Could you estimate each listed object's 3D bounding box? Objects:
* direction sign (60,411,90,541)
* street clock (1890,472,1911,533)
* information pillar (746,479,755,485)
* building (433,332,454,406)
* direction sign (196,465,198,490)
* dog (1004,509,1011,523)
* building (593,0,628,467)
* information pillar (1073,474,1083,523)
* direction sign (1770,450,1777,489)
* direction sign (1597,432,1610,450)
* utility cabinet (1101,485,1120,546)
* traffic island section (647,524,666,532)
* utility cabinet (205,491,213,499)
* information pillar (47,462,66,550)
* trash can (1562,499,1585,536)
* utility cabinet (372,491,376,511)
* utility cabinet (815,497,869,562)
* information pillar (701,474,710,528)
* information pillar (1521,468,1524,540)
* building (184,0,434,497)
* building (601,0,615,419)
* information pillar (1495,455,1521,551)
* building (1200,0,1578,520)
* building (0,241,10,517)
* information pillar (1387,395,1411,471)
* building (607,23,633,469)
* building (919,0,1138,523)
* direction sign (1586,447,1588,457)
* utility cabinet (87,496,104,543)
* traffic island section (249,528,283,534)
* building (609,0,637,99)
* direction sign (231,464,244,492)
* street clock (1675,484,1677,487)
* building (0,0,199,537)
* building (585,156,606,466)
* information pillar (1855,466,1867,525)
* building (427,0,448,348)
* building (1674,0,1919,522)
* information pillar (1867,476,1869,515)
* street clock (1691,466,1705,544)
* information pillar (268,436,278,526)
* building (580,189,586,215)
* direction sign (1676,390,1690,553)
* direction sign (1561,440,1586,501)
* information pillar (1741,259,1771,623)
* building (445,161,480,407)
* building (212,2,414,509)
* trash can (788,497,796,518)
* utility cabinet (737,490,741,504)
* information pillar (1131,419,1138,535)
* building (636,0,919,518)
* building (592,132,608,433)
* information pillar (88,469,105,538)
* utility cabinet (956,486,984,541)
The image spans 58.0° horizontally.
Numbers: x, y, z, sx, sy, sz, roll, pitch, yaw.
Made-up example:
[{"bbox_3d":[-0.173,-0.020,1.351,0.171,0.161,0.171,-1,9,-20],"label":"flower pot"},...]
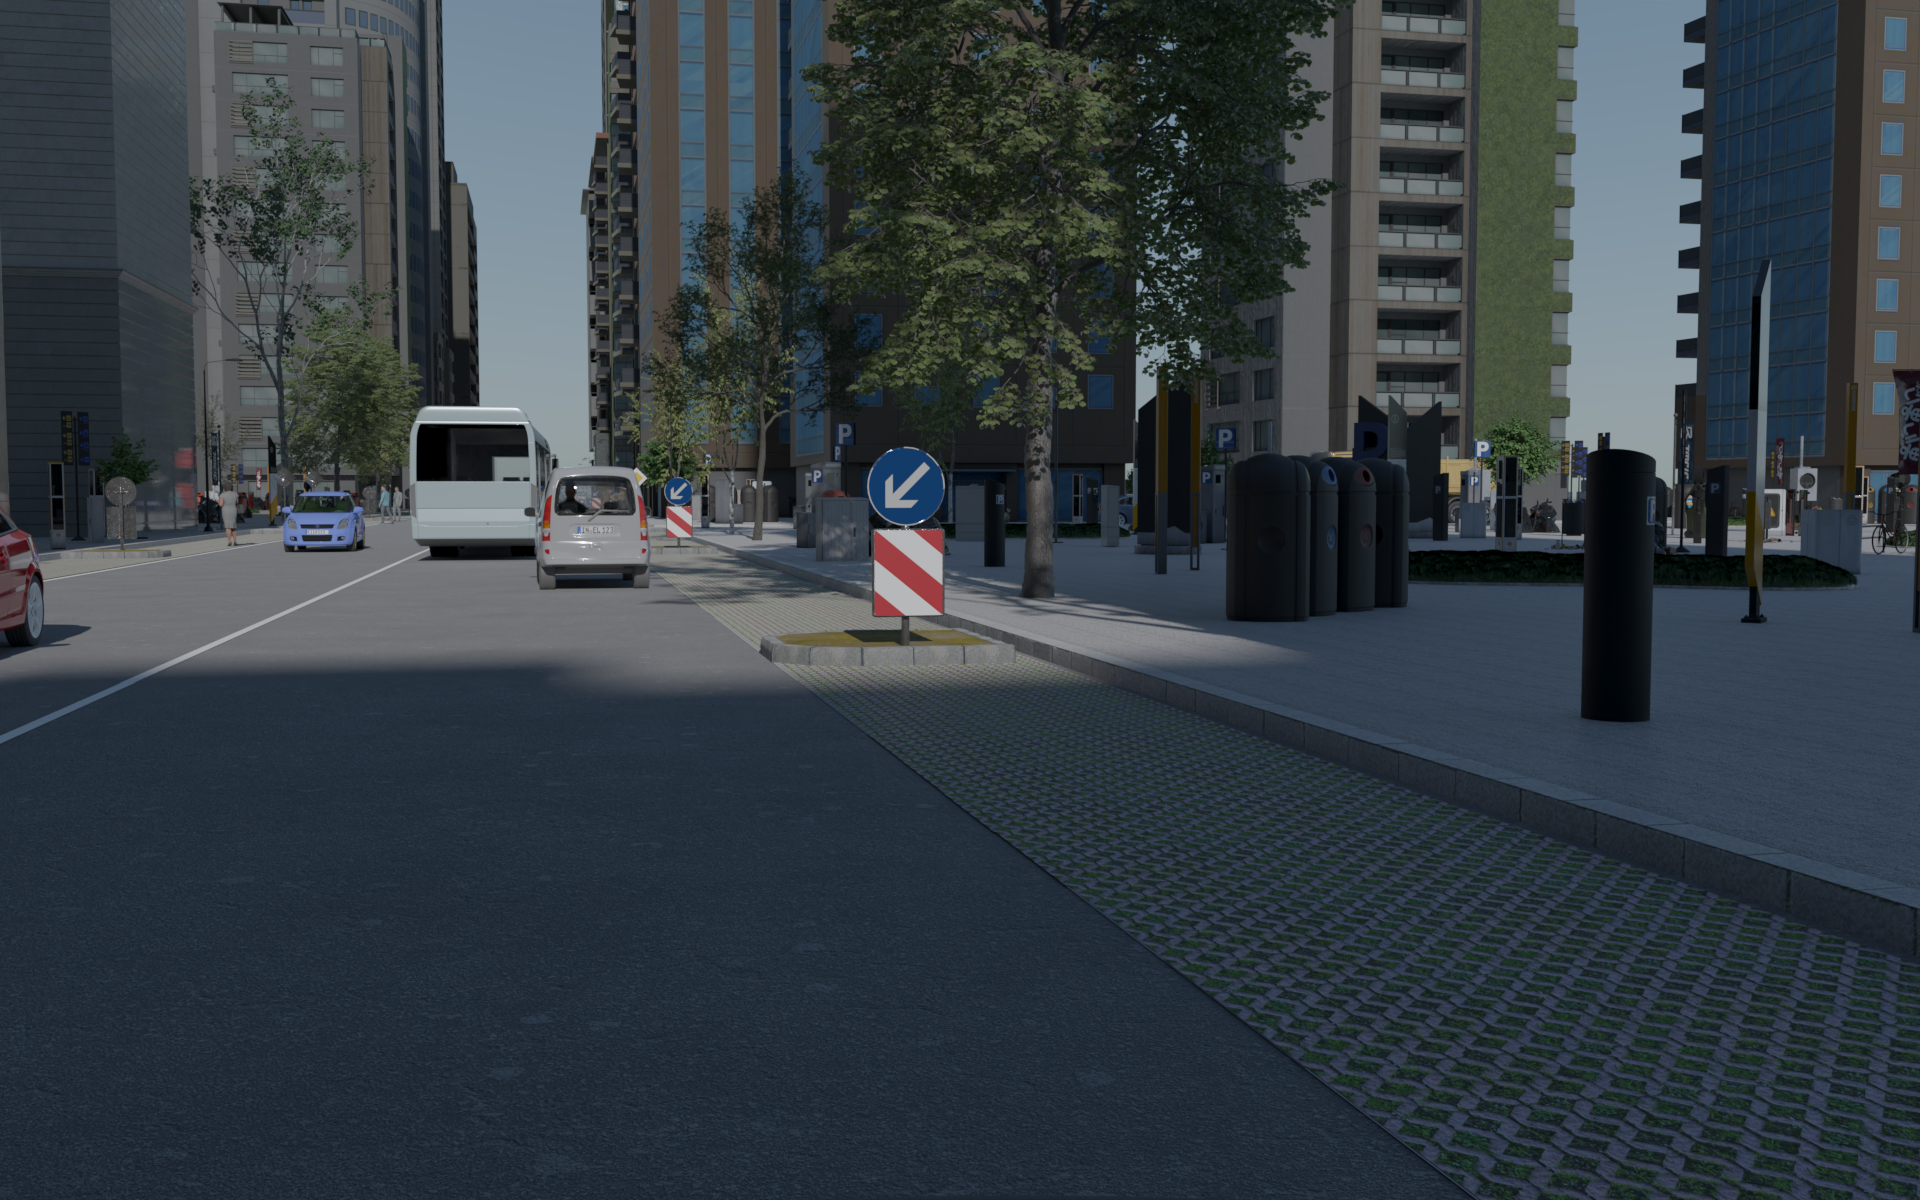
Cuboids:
[{"bbox_3d":[-24.245,-3.397,47.530,0.379,3.537,0.876,1,4,22],"label":"direction sign"},{"bbox_3d":[30.417,-3.143,55.965,0.358,2.002,0.471,-1,4,-20],"label":"street clock"},{"bbox_3d":[-10.377,-4.981,85.936,0.304,2.012,0.304,3,5,44],"label":"information pillar"},{"bbox_3d":[-72.380,-21.469,196.055,27.650,21.520,28.899,-1,4,-13],"label":"building"},{"bbox_3d":[-54.648,-8.076,124.044,0.379,3.537,0.876,-1,4,-21],"label":"direction sign"},{"bbox_3d":[1.917,-3.466,73.504,0.513,0.831,0.800,0,3,0],"label":"dog"},{"bbox_3d":[-26.481,-52.954,178.470,22.319,86.520,31.000,-1,4,-13],"label":"building"},{"bbox_3d":[4.348,-3.639,63.989,0.304,2.012,0.304,2,4,23],"label":"information pillar"},{"bbox_3d":[41.663,-5.911,88.636,0.876,3.537,0.379,-3,4,-39],"label":"direction sign"},{"bbox_3d":[23.671,-4.389,63.760,0.379,3.537,0.876,0,4,-7],"label":"direction sign"},{"bbox_3d":[3.684,-2.061,42.381,0.318,1.500,1.173,0,4,-3],"label":"utility cabinet"},{"bbox_3d":[-12.257,-2.667,65.889,2.009,0.180,2.903,-1,4,-13],"label":"traffic island section"},{"bbox_3d":[-56.149,-7.432,130.185,1.173,1.500,0.318,1,4,19],"label":"utility cabinet"},{"bbox_3d":[-20.920,-2.179,40.117,0.304,2.012,0.304,-2,4,-34],"label":"information pillar"},{"bbox_3d":[18.791,-2.528,52.989,0.748,1.137,0.748,0,3,0],"label":"trash can"},{"bbox_3d":[-44.578,-7.519,131.612,1.173,1.500,0.318,2,4,23],"label":"utility cabinet"},{"bbox_3d":[-2.254,-1.350,33.226,1.020,1.237,0.306,-2,4,-32],"label":"utility cabinet"},{"bbox_3d":[-9.539,-3.696,64.918,0.304,2.012,0.304,0,4,1],"label":"information pillar"},{"bbox_3d":[15.513,-2.686,48.404,0.304,2.012,0.304,-1,4,-16],"label":"information pillar"},{"bbox_3d":[-63.139,-38.276,167.813,21.231,58.520,28.212,-1,4,-13],"label":"building"},{"bbox_3d":[-40.944,-49.050,240.211,20.563,71.187,20.611,-1,4,-13],"label":"building"},{"bbox_3d":[10.418,-1.744,33.010,0.304,2.012,0.304,-1,4,-10],"label":"information pillar"},{"bbox_3d":[21.306,-24.751,88.268,14.086,41.232,14.154,-1,4,-13],"label":"building"},{"bbox_3d":[-26.065,-13.062,18.076,19.350,26.468,34.151,-1,4,-13],"label":"building"},{"bbox_3d":[10.357,-3.044,41.125,0.504,3.616,0.183,-1,4,-20],"label":"information pillar"},{"bbox_3d":[-24.412,-28.897,156.053,14.154,41.232,14.086,-1,4,-13],"label":"building"},{"bbox_3d":[-0.394,-26.519,83.702,14.200,45.320,14.600,-1,4,-13],"label":"building"},{"bbox_3d":[29.759,-5.582,83.265,0.876,3.537,0.379,-1,4,-15],"label":"direction sign"},{"bbox_3d":[-22.720,-2.100,45.497,0.306,1.237,1.020,-2,4,-32],"label":"utility cabinet"},{"bbox_3d":[-24.566,-2.491,63.013,2.009,0.180,2.903,-1,4,-13],"label":"traffic island section"},{"bbox_3d":[-14.391,-28.990,128.609,22.147,44.769,28.867,-1,4,-13],"label":"building"},{"bbox_3d":[-54.821,-8.527,131.410,0.876,3.537,0.379,-1,4,-20],"label":"direction sign"},{"bbox_3d":[47.564,-6.729,114.595,0.471,2.002,0.358,-1,4,-22],"label":"street clock"},{"bbox_3d":[-40.545,-16.846,52.920,29.804,29.767,11.434,-1,4,-13],"label":"building"},{"bbox_3d":[-41.717,-41.346,265.252,28.713,52.752,27.495,-1,4,-13],"label":"building"},{"bbox_3d":[23.252,-2.478,45.003,0.304,2.012,0.304,1,4,9],"label":"information pillar"},{"bbox_3d":[-77.312,-48.532,231.744,20.563,71.187,20.611,-1,4,-13],"label":"building"},{"bbox_3d":[48.828,-27.002,91.596,14.200,45.320,14.600,-1,4,-13],"label":"building"},{"bbox_3d":[37.681,-4.146,72.283,0.304,2.012,0.304,0,4,7],"label":"information pillar"},{"bbox_3d":[19.138,-2.466,44.893,0.358,2.002,0.471,2,4,29],"label":"street clock"},{"bbox_3d":[-27.704,-4.798,69.797,0.183,3.616,0.504,1,4,8],"label":"information pillar"},{"bbox_3d":[-48.769,-42.969,291.789,28.713,52.752,27.495,-1,4,-13],"label":"building"},{"bbox_3d":[15.855,-2.812,37.974,0.379,3.537,0.876,2,4,27],"label":"direction sign"},{"bbox_3d":[25.881,-4.973,73.305,0.876,3.537,0.379,1,4,18],"label":"direction sign"},{"bbox_3d":[7.908,-1.579,17.173,0.183,3.616,0.504,2,4,34],"label":"information pillar"},{"bbox_3d":[-82.219,-38.485,252.924,21.300,48.544,21.600,-1,4,-13],"label":"building"},{"bbox_3d":[-54.964,-28.439,148.566,14.154,41.232,14.086,-1,4,-13],"label":"building"},{"bbox_3d":[-8.790,-4.925,92.173,0.748,1.137,0.748,0,3,0],"label":"trash can"},{"bbox_3d":[-11.499,-5.073,91.626,1.173,1.500,0.318,0,4,7],"label":"utility cabinet"},{"bbox_3d":[5.658,-3.864,54.537,0.504,3.616,0.183,-2,4,-27],"label":"information pillar"},{"bbox_3d":[-11.109,-27.460,99.082,14.600,45.320,14.200,-1,4,-13],"label":"building"},{"bbox_3d":[-32.826,-33.922,209.250,22.147,44.769,28.867,-1,4,-13],"label":"building"},{"bbox_3d":[-25.332,-2.835,50.839,0.304,2.012,0.304,3,4,38],"label":"information pillar"},{"bbox_3d":[0.485,-2.345,47.028,1.173,1.500,0.318,1,4,8],"label":"utility cabinet"}]
